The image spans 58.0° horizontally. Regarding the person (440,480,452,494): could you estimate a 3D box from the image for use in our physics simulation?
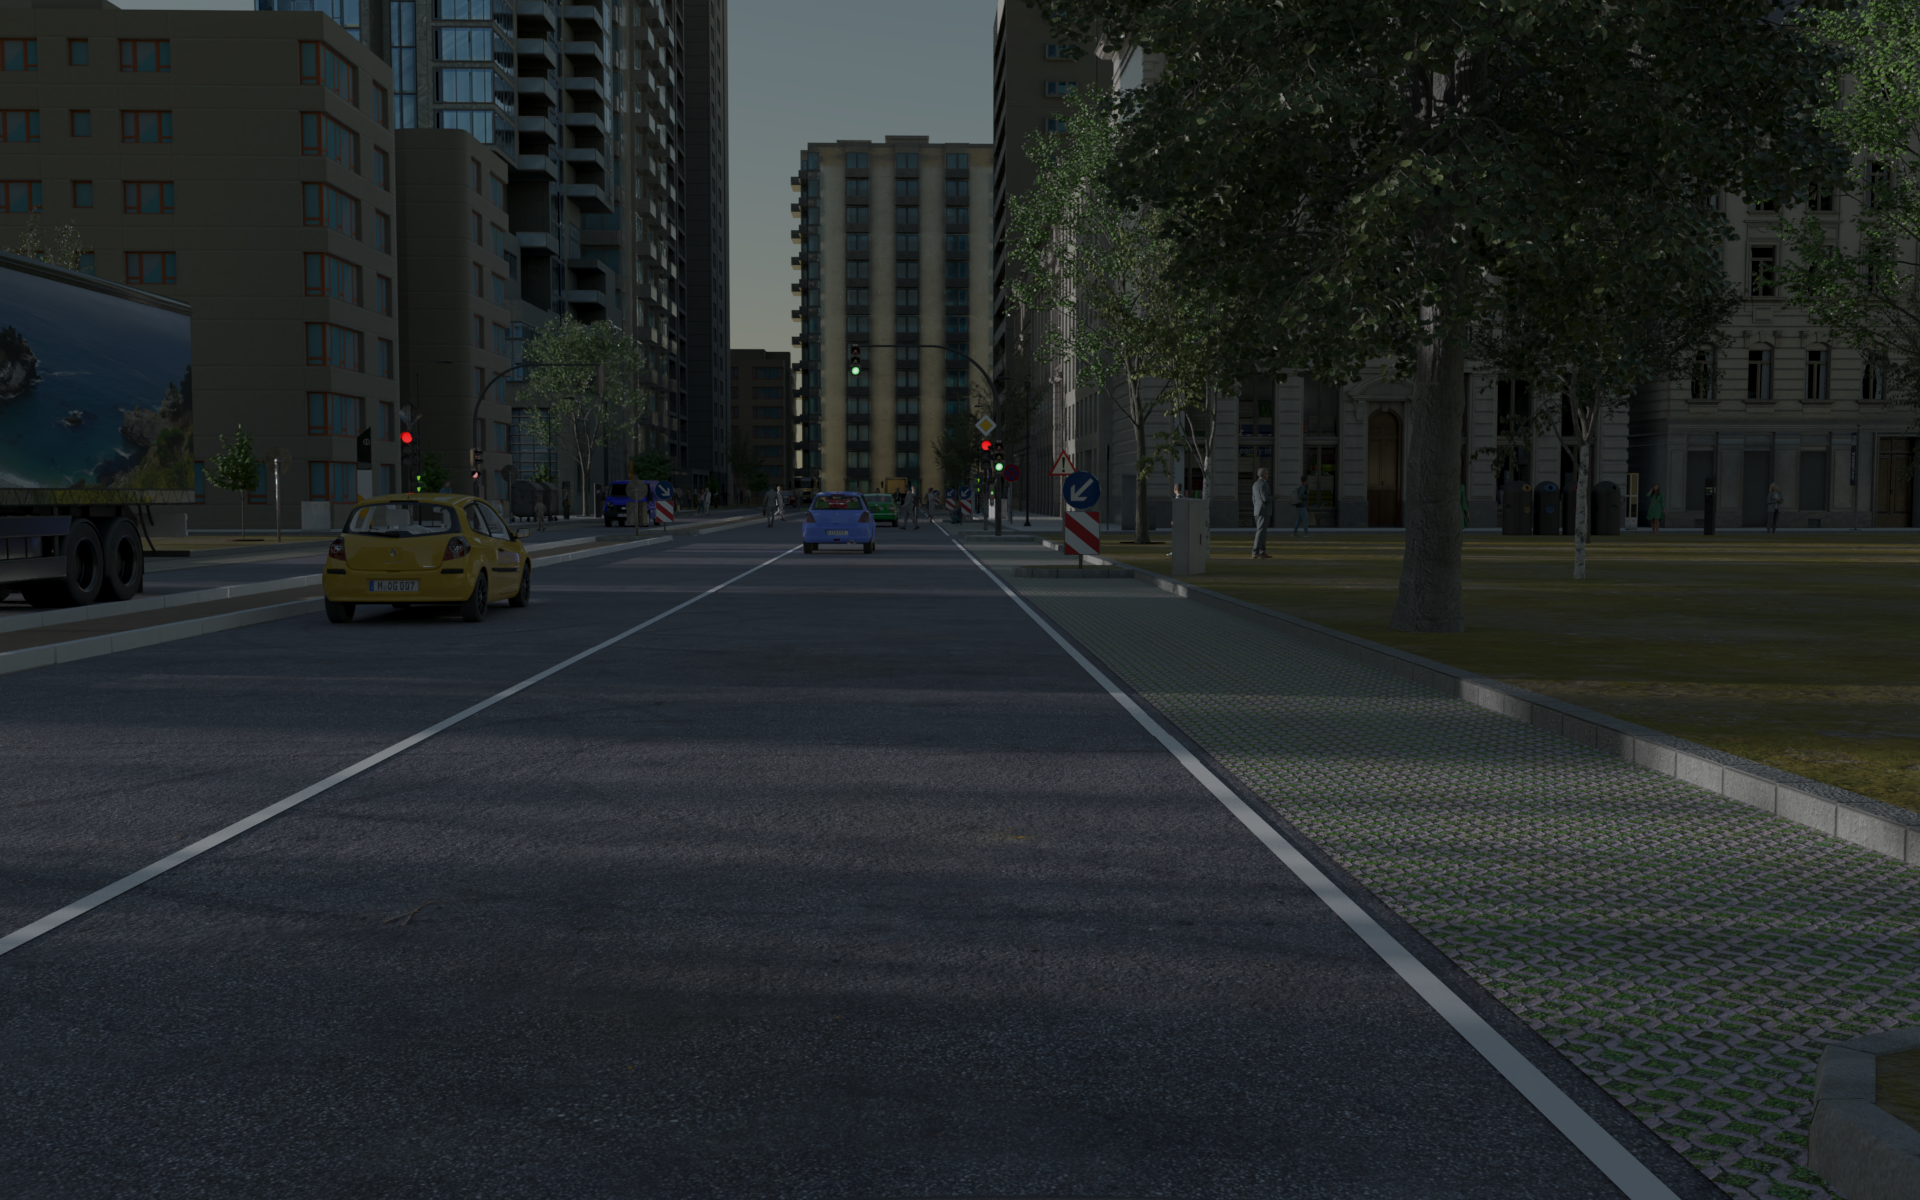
[{"bbox_3d":[-18.946,-3.513,63.825,0.444,1.785,0.601,3,5,44],"label":"person"}]

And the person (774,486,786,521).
[{"bbox_3d":[-9.660,-5.128,92.228,0.818,1.842,0.514,0,4,-7],"label":"person"}]

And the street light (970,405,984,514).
[{"bbox_3d":[1.375,-7.219,90.570,1.470,5.913,1.316,0,4,-2],"label":"street light"}]

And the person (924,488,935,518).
[{"bbox_3d":[-1.804,-5.820,104.050,0.661,1.777,0.834,0,4,-7],"label":"person"}]

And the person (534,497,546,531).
[{"bbox_3d":[-16.065,-3.271,66.252,0.640,1.303,0.475,3,4,37],"label":"person"}]

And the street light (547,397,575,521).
[{"bbox_3d":[-19.080,-6.749,82.890,1.470,5.913,1.316,0,4,-2],"label":"street light"}]

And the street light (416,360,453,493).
[{"bbox_3d":[-18.271,-5.361,60.189,1.470,5.913,1.316,0,4,-2],"label":"street light"}]

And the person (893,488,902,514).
[{"bbox_3d":[-4.545,-7.237,126.186,0.648,1.900,0.474,-3,5,-45],"label":"person"}]

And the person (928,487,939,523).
[{"bbox_3d":[-1.296,-4.625,84.680,0.524,1.755,0.480,0,4,-6],"label":"person"}]

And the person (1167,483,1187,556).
[{"bbox_3d":[4.534,-1.669,35.935,0.523,1.515,0.503,0,4,-1],"label":"person"}]

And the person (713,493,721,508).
[{"bbox_3d":[-22.245,-9.282,158.542,0.721,1.736,1.217,-3,5,-42],"label":"person"}]

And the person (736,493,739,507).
[{"bbox_3d":[-22.489,-10.116,174.660,0.599,1.433,0.991,-2,4,-32],"label":"person"}]

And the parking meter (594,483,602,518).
[{"bbox_3d":[-19.518,-5.367,93.463,0.399,1.863,0.255,-1,4,-21],"label":"parking meter"}]

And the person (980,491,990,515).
[{"bbox_3d":[1.503,-5.995,104.891,0.563,1.720,0.643,-2,4,-29],"label":"person"}]

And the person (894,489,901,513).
[{"bbox_3d":[-4.795,-7.465,130.432,0.514,1.842,0.818,-3,5,-44],"label":"person"}]

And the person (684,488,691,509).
[{"bbox_3d":[-22.812,-8.447,144.679,0.750,1.759,0.617,0,4,-1],"label":"person"}]

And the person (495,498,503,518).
[{"bbox_3d":[-15.465,-2.769,58.052,0.394,1.301,0.425,-3,4,-37],"label":"person"}]

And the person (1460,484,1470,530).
[{"bbox_3d":[9.549,-1.669,33.573,0.600,1.795,0.529,0,4,-7],"label":"person"}]

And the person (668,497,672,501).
[{"bbox_3d":[-21.460,-7.485,129.088,0.598,1.740,0.731,0,4,7],"label":"person"}]

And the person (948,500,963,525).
[{"bbox_3d":[-0.229,-3.952,78.621,0.738,1.151,1.012,0,4,3],"label":"person"}]

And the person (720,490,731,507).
[{"bbox_3d":[-22.680,-9.806,167.187,1.217,1.723,0.721,-1,4,-13],"label":"person"}]

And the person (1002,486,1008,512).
[{"bbox_3d":[3.290,-7.197,123.818,0.850,1.850,0.679,-1,4,-21],"label":"person"}]

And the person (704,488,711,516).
[{"bbox_3d":[-16.229,-6.301,111.396,0.514,1.842,0.818,1,4,15],"label":"person"}]

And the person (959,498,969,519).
[{"bbox_3d":[0.219,-5.490,98.622,0.532,1.782,0.716,2,4,30],"label":"person"}]

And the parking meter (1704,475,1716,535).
[{"bbox_3d":[23.357,-2.949,53.929,0.255,1.863,0.399,3,4,37],"label":"parking meter"}]

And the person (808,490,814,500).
[{"bbox_3d":[-13.821,-9.515,164.093,1.348,1.821,0.705,3,5,39],"label":"person"}]

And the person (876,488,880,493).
[{"bbox_3d":[-5.079,-6.038,107.192,0.573,1.828,0.580,-1,4,-12],"label":"person"}]

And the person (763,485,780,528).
[{"bbox_3d":[-8.110,-4.018,74.312,0.709,1.813,0.853,-1,4,-15],"label":"person"}]

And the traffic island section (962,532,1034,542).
[{"bbox_3d":[1.187,-1.883,53.064,2.009,0.180,2.903,0,4,-2],"label":"traffic island section"}]

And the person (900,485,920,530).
[{"bbox_3d":[-2.032,-3.708,69.394,0.850,1.792,0.678,0,4,-8],"label":"person"}]

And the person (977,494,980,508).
[{"bbox_3d":[1.400,-9.248,157.232,1.348,1.826,0.705,-3,5,-44],"label":"person"}]

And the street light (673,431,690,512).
[{"bbox_3d":[-20.478,-9.468,127.342,1.470,5.913,1.316,0,4,-2],"label":"street light"}]

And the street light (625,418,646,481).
[{"bbox_3d":[-19.786,-8.128,105.440,1.470,5.913,1.316,0,4,-2],"label":"street light"}]

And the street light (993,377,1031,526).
[{"bbox_3d":[2.139,-5.879,68.670,1.470,5.913,1.316,0,4,-2],"label":"street light"}]

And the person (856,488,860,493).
[{"bbox_3d":[-6.601,-6.332,111.910,0.818,1.842,0.514,2,4,31],"label":"person"}]

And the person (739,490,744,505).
[{"bbox_3d":[-25.081,-11.742,198.701,1.217,1.739,0.721,0,4,-7],"label":"person"}]

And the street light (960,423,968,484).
[{"bbox_3d":[0.675,-8.604,113.211,1.470,5.913,1.316,0,4,-2],"label":"street light"}]

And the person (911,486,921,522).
[{"bbox_3d":[-2.307,-4.884,88.127,0.659,1.850,0.755,0,4,0],"label":"person"}]

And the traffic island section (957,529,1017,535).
[{"bbox_3d":[0.929,-2.371,61.045,2.009,0.180,2.903,0,4,-2],"label":"traffic island section"}]

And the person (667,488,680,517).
[{"bbox_3d":[-18.346,-6.138,109.072,1.509,1.804,0.699,2,4,28],"label":"person"}]

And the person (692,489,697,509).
[{"bbox_3d":[-23.355,-8.900,152.293,0.721,1.736,1.217,0,4,8],"label":"person"}]

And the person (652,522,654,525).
[{"bbox_3d":[-14.374,-4.352,81.474,0.330,1.601,0.589,-2,4,-25],"label":"person"}]

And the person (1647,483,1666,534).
[{"bbox_3d":[23.055,-2.973,57.355,0.600,1.795,0.529,2,4,24],"label":"person"}]

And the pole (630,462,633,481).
[{"bbox_3d":[-20.705,-7.051,109.134,0.158,3.312,0.155,0,3,0],"label":"pole"}]

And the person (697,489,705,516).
[{"bbox_3d":[-17.044,-6.420,114.063,0.593,1.750,0.643,-1,4,-18],"label":"person"}]

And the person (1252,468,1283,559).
[{"bbox_3d":[6.100,-1.730,34.510,0.590,1.801,0.661,-1,4,-9],"label":"person"}]

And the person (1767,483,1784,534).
[{"bbox_3d":[26.623,-2.926,56.523,0.537,1.800,0.526,0,4,8],"label":"person"}]

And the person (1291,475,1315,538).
[{"bbox_3d":[9.984,-2.711,50.353,0.713,1.824,0.794,2,4,24],"label":"person"}]

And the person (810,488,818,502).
[{"bbox_3d":[-8.631,-5.822,103.860,0.661,1.801,0.590,-1,4,-20],"label":"person"}]

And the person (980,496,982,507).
[{"bbox_3d":[2.018,-8.396,146.505,0.628,1.438,0.799,1,4,9],"label":"person"}]
